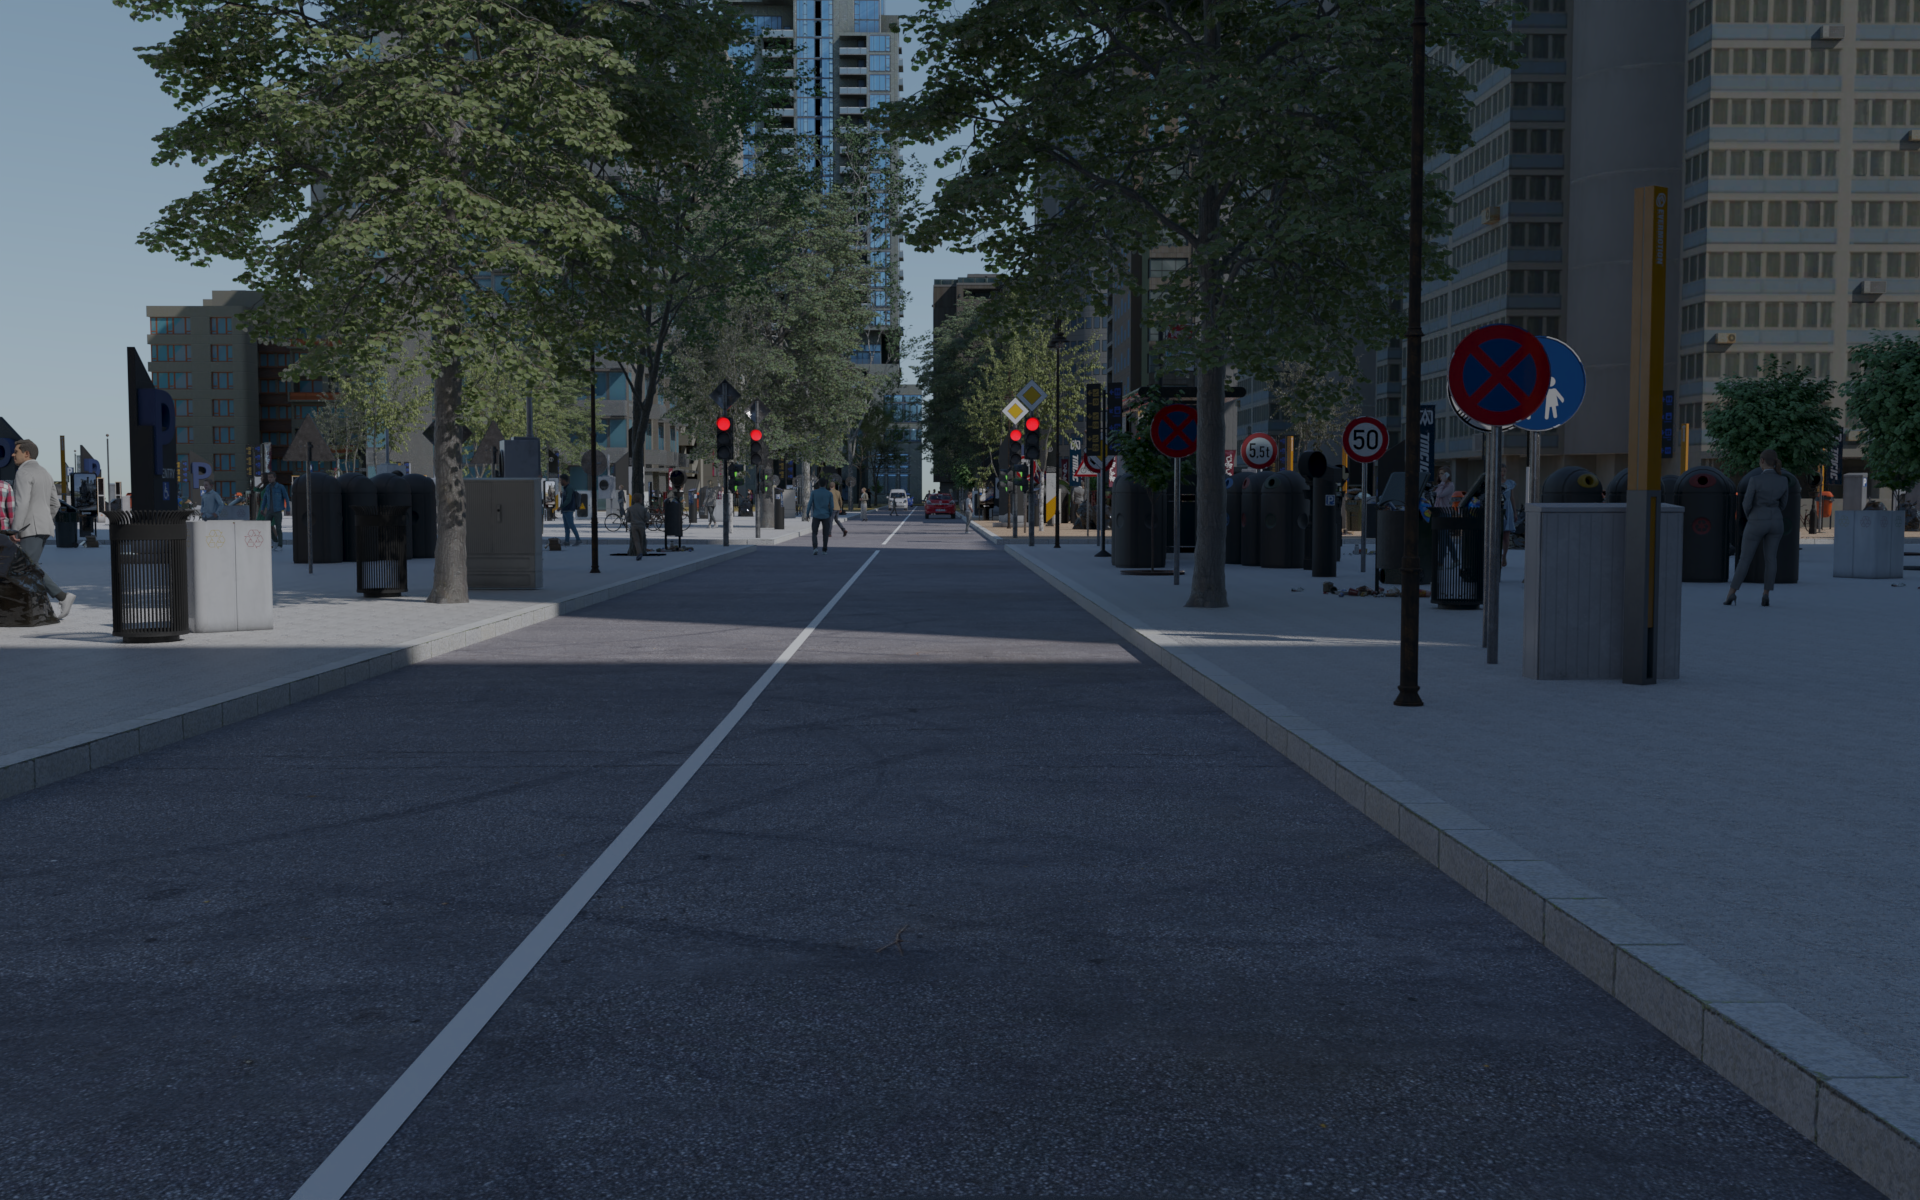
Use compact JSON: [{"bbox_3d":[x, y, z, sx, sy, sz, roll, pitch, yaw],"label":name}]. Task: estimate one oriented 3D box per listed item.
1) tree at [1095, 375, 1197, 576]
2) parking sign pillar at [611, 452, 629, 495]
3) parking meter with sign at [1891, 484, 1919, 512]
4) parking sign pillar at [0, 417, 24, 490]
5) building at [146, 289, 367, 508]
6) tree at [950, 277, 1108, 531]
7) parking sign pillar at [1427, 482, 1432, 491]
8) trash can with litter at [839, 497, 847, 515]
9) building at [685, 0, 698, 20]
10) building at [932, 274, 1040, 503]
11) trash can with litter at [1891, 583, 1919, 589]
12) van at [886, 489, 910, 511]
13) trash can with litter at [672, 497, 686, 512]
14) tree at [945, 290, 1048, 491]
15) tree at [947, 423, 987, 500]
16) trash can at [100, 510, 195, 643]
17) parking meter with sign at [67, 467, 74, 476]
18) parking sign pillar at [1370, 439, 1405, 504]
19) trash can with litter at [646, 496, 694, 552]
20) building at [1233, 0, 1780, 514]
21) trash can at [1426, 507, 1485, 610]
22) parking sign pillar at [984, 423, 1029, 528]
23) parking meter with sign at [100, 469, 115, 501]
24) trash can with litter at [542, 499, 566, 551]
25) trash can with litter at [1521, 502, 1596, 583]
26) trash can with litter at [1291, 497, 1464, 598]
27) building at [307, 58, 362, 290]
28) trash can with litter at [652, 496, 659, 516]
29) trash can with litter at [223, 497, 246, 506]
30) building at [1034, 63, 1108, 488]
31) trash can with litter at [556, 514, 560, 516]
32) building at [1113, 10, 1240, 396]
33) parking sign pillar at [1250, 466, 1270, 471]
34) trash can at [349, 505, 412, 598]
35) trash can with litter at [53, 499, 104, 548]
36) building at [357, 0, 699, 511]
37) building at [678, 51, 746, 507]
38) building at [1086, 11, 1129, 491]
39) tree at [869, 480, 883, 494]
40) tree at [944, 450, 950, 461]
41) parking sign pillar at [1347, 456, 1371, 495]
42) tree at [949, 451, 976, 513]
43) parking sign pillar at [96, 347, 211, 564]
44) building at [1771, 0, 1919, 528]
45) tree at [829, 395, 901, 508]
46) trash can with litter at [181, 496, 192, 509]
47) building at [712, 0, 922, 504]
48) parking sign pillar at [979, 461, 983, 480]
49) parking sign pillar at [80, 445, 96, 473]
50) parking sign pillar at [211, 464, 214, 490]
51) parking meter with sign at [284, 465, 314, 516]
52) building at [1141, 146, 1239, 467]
[{"bbox_3d":[3.216,-2.019,27.604,1.663,3.219,1.824,0,3,0],"label":"tree"},{"bbox_3d":[-20.265,-7.057,103.859,1.447,3.967,1.447,3,5,40],"label":"parking sign pillar"},{"bbox_3d":[34.372,-4.031,62.162,0.543,3.016,1.738,-3,5,-43],"label":"parking meter with sign"},{"bbox_3d":[-32.818,-4.363,59.802,1.447,3.967,1.447,2,4,29],"label":"parking sign pillar"},{"bbox_3d":[-60.351,-20.067,173.140,28.899,21.520,27.650,0,4,-1],"label":"building"},{"bbox_3d":[2.958,-6.699,59.896,4.737,8.622,4.395,0,3,0],"label":"tree"},{"bbox_3d":[27.063,-6.925,101.690,1.447,3.967,1.447,1,4,16],"label":"parking sign pillar"},{"bbox_3d":[-7.309,-5.762,105.593,0.624,1.170,1.055,1,4,17],"label":"trash can with litter"},{"bbox_3d":[-46.436,-48.534,231.776,20.611,71.187,20.563,0,4,-1],"label":"building"},{"bbox_3d":[3.304,-28.045,230.231,14.107,30.474,14.160,0,4,-1],"label":"building"},{"bbox_3d":[13.470,-0.731,23.015,1.678,1.210,2.233,-1,4,-14],"label":"trash can with litter"},{"bbox_3d":[-5.381,-8.739,149.900,2.013,2.044,4.112,0,4,-3],"label":"van"},{"bbox_3d":[-14.798,-4.846,90.621,0.624,1.170,1.055,1,4,9],"label":"trash can with litter"},{"bbox_3d":[1.261,-12.420,109.720,9.857,13.997,8.962,0,3,0],"label":"tree"},{"bbox_3d":[0.324,-14.309,184.319,4.360,8.622,3.978,0,3,0],"label":"tree"},{"bbox_3d":[-7.046,-0.208,15.058,0.748,1.137,0.748,0,3,0],"label":"trash can"},{"bbox_3d":[-58.012,-7.058,111.662,0.543,3.016,1.738,1,4,21],"label":"parking meter with sign"},{"bbox_3d":[21.198,-5.920,85.264,1.447,3.967,1.447,0,4,5],"label":"parking sign pillar"},{"bbox_3d":[-6.746,-1.689,38.678,1.678,1.210,2.233,2,4,29],"label":"trash can with litter"},{"bbox_3d":[31.622,-25.807,113.829,32.217,40.220,23.993,0,4,-1],"label":"building"},{"bbox_3d":[5.581,-0.471,19.351,0.748,1.137,0.748,0,3,0],"label":"trash can"},{"bbox_3d":[1.976,-4.790,66.787,1.447,3.967,1.447,-2,4,-25],"label":"parking sign pillar"},{"bbox_3d":[-59.191,-7.639,121.155,1.738,3.016,0.543,-2,4,-34],"label":"parking meter with sign"},{"bbox_3d":[-9.487,-1.704,39.247,1.055,1.170,0.624,-1,4,-18],"label":"trash can with litter"},{"bbox_3d":[8.204,-0.739,23.470,1.055,1.170,0.624,1,4,8],"label":"trash can with litter"},{"bbox_3d":[5.279,-0.676,22.110,1.678,1.210,2.233,-3,5,-40],"label":"trash can with litter"},{"bbox_3d":[-70.837,-42.166,231.410,28.212,58.520,21.231,0,4,-1],"label":"building"},{"bbox_3d":[-18.308,-5.630,103.434,0.624,1.170,1.055,-1,4,-16],"label":"trash can with litter"},{"bbox_3d":[-28.029,-3.382,66.685,0.624,1.170,1.055,3,5,41],"label":"trash can with litter"},{"bbox_3d":[24.592,-42.285,233.358,28.212,58.520,21.231,0,4,-1],"label":"building"},{"bbox_3d":[-24.696,-5.687,104.046,1.678,1.210,2.233,-1,4,-14],"label":"trash can with litter"},{"bbox_3d":[21.799,-31.142,159.290,14.600,45.320,14.200,0,4,-1],"label":"building"},{"bbox_3d":[17.115,-6.752,98.864,1.447,3.967,1.447,-1,4,-14],"label":"parking sign pillar"},{"bbox_3d":[-7.216,-0.609,21.604,0.748,1.137,0.748,0,3,0],"label":"trash can"},{"bbox_3d":[-21.136,-1.839,41.447,1.055,1.170,0.624,-3,5,-39],"label":"trash can with litter"},{"bbox_3d":[-34.343,-31.827,139.983,23.786,49.044,30.456,0,4,-1],"label":"building"},{"bbox_3d":[-33.681,-33.821,176.676,21.600,48.544,21.300,0,4,-1],"label":"building"},{"bbox_3d":[24.085,-45.161,176.626,20.563,71.187,20.611,0,4,-1],"label":"building"},{"bbox_3d":[-9.527,-12.629,201.083,1.663,3.219,1.824,0,3,0],"label":"tree"},{"bbox_3d":[1.919,-7.738,76.873,4.737,8.622,4.395,0,3,0],"label":"tree"},{"bbox_3d":[20.885,-6.199,89.824,1.447,3.967,1.447,-3,5,-42],"label":"parking sign pillar"},{"bbox_3d":[0.795,-8.302,119.445,4.285,4.588,4.351,0,3,0],"label":"tree"},{"bbox_3d":[-15.083,-2.687,32.401,1.447,3.967,1.447,0,4,-6],"label":"parking sign pillar"},{"bbox_3d":[35.101,-23.802,81.051,23.993,40.220,32.217,0,4,-1],"label":"building"},{"bbox_3d":[-8.852,-13.674,157.980,7.601,10.594,8.767,-1,4,-8],"label":"tree"},{"bbox_3d":[-36.086,-4.207,80.176,0.624,1.170,1.055,0,4,6],"label":"trash can with litter"},{"bbox_3d":[-20.636,-56.218,231.841,31.000,86.520,22.319,0,4,-1],"label":"building"},{"bbox_3d":[1.763,-6.873,100.845,1.447,3.967,1.447,-1,4,-23],"label":"parking sign pillar"},{"bbox_3d":[-47.812,-6.535,95.326,1.447,3.967,1.447,0,4,5],"label":"parking sign pillar"},{"bbox_3d":[-46.439,-7.197,106.137,1.447,3.967,1.447,-3,5,-39],"label":"parking sign pillar"},{"bbox_3d":[-38.810,-6.441,101.569,0.543,3.016,1.738,3,4,36],"label":"parking meter with sign"},{"bbox_3d":[22.034,-22.870,145.618,14.160,30.474,14.107,0,4,-1],"label":"building"}]
